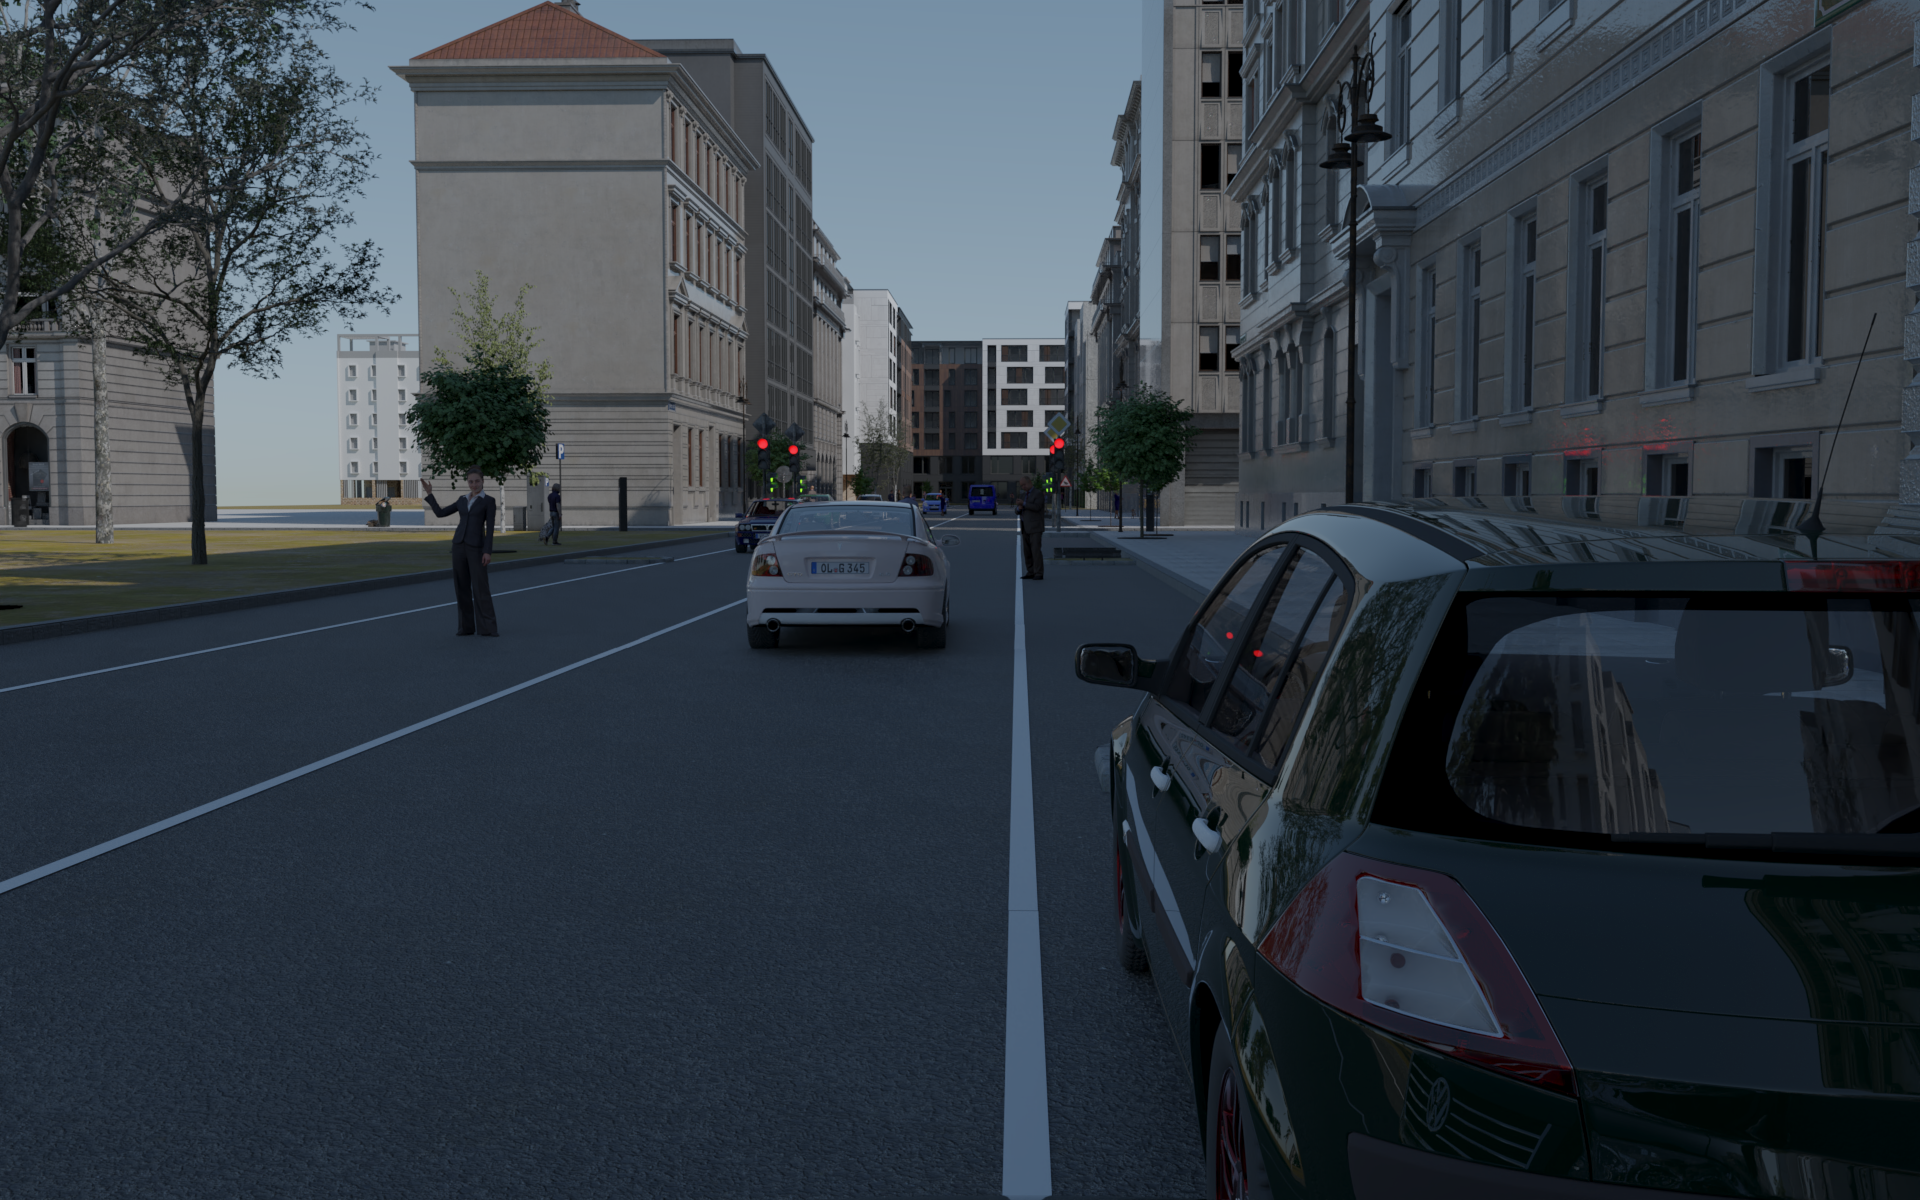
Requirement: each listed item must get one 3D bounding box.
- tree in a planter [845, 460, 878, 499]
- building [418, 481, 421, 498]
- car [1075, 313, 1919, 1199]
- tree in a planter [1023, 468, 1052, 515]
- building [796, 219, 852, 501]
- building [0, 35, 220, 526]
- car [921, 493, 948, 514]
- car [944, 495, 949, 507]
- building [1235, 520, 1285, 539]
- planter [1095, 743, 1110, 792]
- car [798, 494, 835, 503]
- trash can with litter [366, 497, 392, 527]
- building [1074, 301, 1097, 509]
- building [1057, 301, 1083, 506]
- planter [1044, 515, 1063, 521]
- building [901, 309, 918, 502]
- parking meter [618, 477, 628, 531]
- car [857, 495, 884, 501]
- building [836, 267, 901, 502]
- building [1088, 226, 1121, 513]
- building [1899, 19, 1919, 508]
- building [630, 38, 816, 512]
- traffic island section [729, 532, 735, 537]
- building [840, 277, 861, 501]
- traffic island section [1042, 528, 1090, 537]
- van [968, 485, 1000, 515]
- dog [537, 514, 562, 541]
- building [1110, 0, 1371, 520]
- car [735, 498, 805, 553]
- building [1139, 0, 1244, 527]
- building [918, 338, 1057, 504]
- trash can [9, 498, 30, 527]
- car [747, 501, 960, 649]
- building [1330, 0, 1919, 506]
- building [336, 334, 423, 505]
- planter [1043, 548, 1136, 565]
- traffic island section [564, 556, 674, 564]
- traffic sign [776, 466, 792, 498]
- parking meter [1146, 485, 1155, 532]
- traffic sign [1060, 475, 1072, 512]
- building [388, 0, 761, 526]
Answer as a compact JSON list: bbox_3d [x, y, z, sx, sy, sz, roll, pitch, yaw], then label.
[{"bbox_3d":[-5.248,-5.768,91.521,1.991,3.239,1.994,0,4,2],"label":"tree in a planter"},{"bbox_3d":[-61.615,-17.876,234.418,28.070,9.664,9.099,0,4,2],"label":"building"},{"bbox_3d":[1.289,0.355,3.983,2.009,1.686,4.222,0,4,2],"label":"car"},{"bbox_3d":[5.416,-7.489,119.660,1.991,3.239,1.994,0,4,2],"label":"tree in a planter"},{"bbox_3d":[-15.553,-17.362,125.663,13.314,21.916,24.055,0,4,2],"label":"building"},{"bbox_3d":[-46.773,-14.300,75.612,24.055,21.916,13.314,0,4,2],"label":"building"},{"bbox_3d":[-1.795,-6.966,123.485,1.945,1.707,3.694,0,4,0],"label":"car"},{"bbox_3d":[-2.104,-10.737,188.124,1.945,1.354,3.894,0,4,3],"label":"car"},{"bbox_3d":[14.551,-15.620,42.778,14.401,28.519,23.554,0,4,2],"label":"building"},{"bbox_3d":[1.694,0.755,8.795,1.991,0.319,1.994,0,4,2],"label":"planter"},{"bbox_3d":[-6.071,-3.702,72.321,2.131,1.459,4.920,0,4,2],"label":"car"},{"bbox_3d":[-22.519,-3.401,67.001,1.055,1.170,0.624,1,4,19],"label":"trash can with litter"},{"bbox_3d":[19.943,-18.400,167.304,16.747,18.905,31.486,0,4,2],"label":"building"},{"bbox_3d":[25.891,-21.717,199.045,27.936,21.610,32.646,0,4,2],"label":"building"},{"bbox_3d":[4.501,-4.381,92.764,1.991,0.319,1.994,0,4,2],"label":"planter"},{"bbox_3d":[-22.387,-21.996,203.603,32.646,21.610,27.936,0,4,2],"label":"building"},{"bbox_3d":[-11.584,-3.291,59.524,0.255,1.863,0.399,-1,4,-19],"label":"parking meter"},{"bbox_3d":[-5.103,-5.280,98.325,2.014,1.417,4.499,0,4,1],"label":"car"},{"bbox_3d":[-21.182,-20.001,170.997,27.936,21.610,32.646,0,4,2],"label":"building"},{"bbox_3d":[16.662,-17.592,129.432,13.314,21.916,24.055,0,4,2],"label":"building"},{"bbox_3d":[10.397,-10.529,1.023,11.050,23.489,19.941,0,4,2],"label":"building"},{"bbox_3d":[-16.842,-18.825,101.299,14.314,27.812,24.014,0,4,2],"label":"building"},{"bbox_3d":[-6.673,-2.246,59.011,2.009,0.180,2.903,0,4,2],"label":"traffic island section"},{"bbox_3d":[-16.501,-17.888,148.887,16.016,20.091,11.380,0,4,2],"label":"building"},{"bbox_3d":[3.363,-2.226,58.669,2.009,0.180,2.903,0,4,2],"label":"traffic island section"},{"bbox_3d":[1.590,-7.021,119.172,2.240,2.365,5.245,0,4,2],"label":"van"},{"bbox_3d":[-11.280,-2.001,47.096,0.800,0.831,0.513,1,4,17],"label":"dog"},{"bbox_3d":[16.576,-19.444,105.295,14.401,28.519,23.554,0,4,2],"label":"building"},{"bbox_3d":[-4.590,-1.886,43.418,1.945,1.354,3.894,0,4,1],"label":"car"},{"bbox_3d":[18.035,-15.616,73.336,19.932,24.808,12.078,0,4,2],"label":"building"},{"bbox_3d":[1.231,-24.291,241.129,32.646,21.610,27.936,0,4,2],"label":"building"},{"bbox_3d":[-36.474,-3.398,67.205,0.748,1.137,0.748,0,3,0],"label":"trash can"},{"bbox_3d":[-1.038,-0.311,17.446,2.083,1.381,4.827,0,4,0],"label":"car"},{"bbox_3d":[13.121,-14.365,20.774,13.634,28.700,20.117,0,4,2],"label":"building"},{"bbox_3d":[-67.151,-21.660,210.556,11.380,20.091,16.016,0,4,2],"label":"building"},{"bbox_3d":[2.591,-0.903,35.904,1.991,0.319,1.994,0,4,2],"label":"planter"},{"bbox_3d":[-7.101,-0.831,36.450,1.991,0.108,1.994,0,4,2],"label":"traffic island section"},{"bbox_3d":[-7.937,-4.768,78.055,0.768,2.556,0.104,0,4,4],"label":"traffic sign"},{"bbox_3d":[6.509,-3.273,59.224,0.255,1.863,0.399,1,4,14],"label":"parking meter"},{"bbox_3d":[7.378,-7.409,121.134,0.884,2.594,0.081,0,4,3],"label":"traffic sign"},{"bbox_3d":[-16.371,-14.846,78.889,11.583,22.565,21.152,0,4,2],"label":"building"}]
